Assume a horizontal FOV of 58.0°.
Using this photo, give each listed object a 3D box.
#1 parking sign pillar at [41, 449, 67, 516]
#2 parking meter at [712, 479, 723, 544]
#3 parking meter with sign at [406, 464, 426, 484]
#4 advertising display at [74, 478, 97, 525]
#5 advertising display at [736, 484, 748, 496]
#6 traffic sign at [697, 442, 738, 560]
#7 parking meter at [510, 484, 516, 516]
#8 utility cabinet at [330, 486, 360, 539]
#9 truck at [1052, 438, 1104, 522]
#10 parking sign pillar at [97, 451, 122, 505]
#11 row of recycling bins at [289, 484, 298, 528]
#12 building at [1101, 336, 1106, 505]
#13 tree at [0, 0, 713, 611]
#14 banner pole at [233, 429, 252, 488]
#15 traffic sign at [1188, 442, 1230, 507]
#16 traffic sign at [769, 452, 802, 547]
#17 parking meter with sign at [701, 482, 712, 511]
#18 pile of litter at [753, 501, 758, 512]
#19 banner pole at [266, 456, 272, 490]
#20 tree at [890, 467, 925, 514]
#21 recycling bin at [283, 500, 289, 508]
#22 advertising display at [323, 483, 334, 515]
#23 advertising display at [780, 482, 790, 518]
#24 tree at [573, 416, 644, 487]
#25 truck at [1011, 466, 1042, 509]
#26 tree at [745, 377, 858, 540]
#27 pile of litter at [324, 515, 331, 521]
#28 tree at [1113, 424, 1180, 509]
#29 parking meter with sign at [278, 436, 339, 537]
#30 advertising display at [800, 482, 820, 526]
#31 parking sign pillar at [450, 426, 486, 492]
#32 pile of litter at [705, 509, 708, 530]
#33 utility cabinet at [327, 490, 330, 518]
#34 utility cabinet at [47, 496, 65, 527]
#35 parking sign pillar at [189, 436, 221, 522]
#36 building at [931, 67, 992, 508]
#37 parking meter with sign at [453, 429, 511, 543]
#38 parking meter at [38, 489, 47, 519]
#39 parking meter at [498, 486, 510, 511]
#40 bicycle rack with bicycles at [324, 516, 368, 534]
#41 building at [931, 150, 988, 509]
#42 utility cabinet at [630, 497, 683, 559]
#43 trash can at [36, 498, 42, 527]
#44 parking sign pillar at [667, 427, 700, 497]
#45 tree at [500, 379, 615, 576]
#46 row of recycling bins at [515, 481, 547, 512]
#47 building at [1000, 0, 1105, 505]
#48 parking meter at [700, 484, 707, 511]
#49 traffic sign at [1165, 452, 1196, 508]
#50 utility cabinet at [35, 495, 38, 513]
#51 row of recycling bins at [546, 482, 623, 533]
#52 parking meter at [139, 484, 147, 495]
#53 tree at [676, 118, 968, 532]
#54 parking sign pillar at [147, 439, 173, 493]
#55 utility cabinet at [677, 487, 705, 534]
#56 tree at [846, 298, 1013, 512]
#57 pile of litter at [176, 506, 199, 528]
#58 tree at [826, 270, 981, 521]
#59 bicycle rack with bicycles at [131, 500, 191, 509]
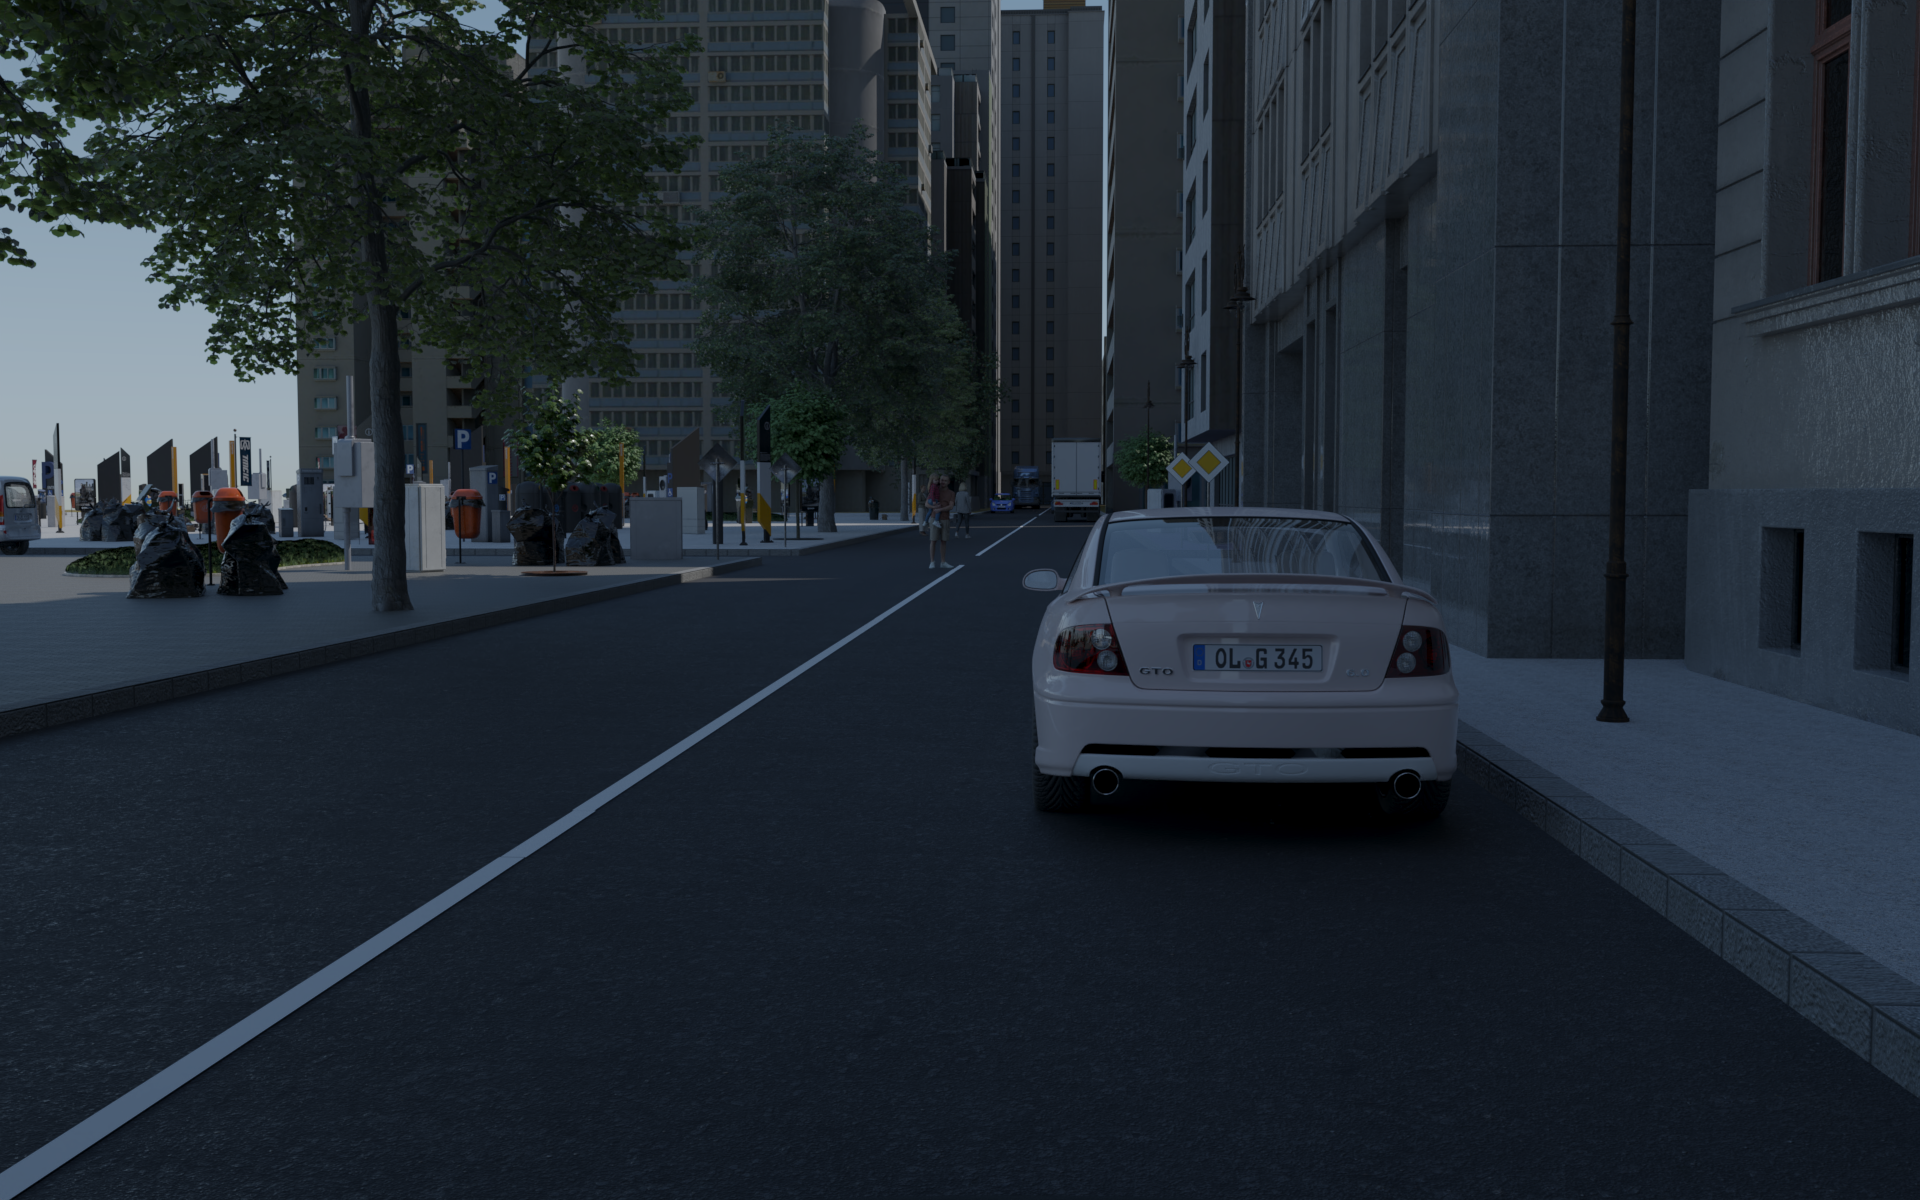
[{"bbox_3d":[-54.369,-7.052,103.765,1.447,3.967,1.447,1,4,22],"label":"parking sign pillar"},{"bbox_3d":[-6.209,-2.364,44.370,0.255,1.863,0.399,-1,4,-12],"label":"parking meter"},{"bbox_3d":[-32.057,-6.520,102.855,0.543,3.016,1.738,1,4,22],"label":"parking meter with sign"},{"bbox_3d":[-36.267,-4.075,71.834,0.974,1.923,0.123,1,4,14],"label":"advertising display"},{"bbox_3d":[-13.350,-6.169,106.080,0.974,1.923,0.123,3,5,44],"label":"advertising display"},{"bbox_3d":[-4.724,-1.842,33.754,0.795,2.450,0.064,0,4,4],"label":"traffic sign"},{"bbox_3d":[-26.109,-5.843,101.237,0.255,1.863,0.399,-3,4,-37],"label":"parking meter"},{"bbox_3d":[-17.230,-2.446,48.677,0.318,1.500,1.173,0,4,2],"label":"utility cabinet"},{"bbox_3d":[6.258,-6.305,92.002,2.839,4.237,11.283,0,4,5],"label":"truck"},{"bbox_3d":[-52.962,-7.302,107.857,1.447,3.967,1.447,-1,4,-13],"label":"parking sign pillar"},{"bbox_3d":[-25.595,-3.701,67.625,1.069,1.692,3.534,-1,4,-18],"label":"row of recycling bins"},{"bbox_3d":[32.079,-22.448,212.057,28.899,21.520,27.650,0,4,4],"label":"building"},{"bbox_3d":[-6.744,-6.160,18.835,7.486,12.596,7.792,0,3,0],"label":"tree"},{"bbox_3d":[-27.580,-4.679,66.525,0.401,3.779,0.863,3,5,41],"label":"banner pole"},{"bbox_3d":[4.749,-1.803,33.125,0.795,2.450,0.064,0,4,4],"label":"traffic sign"},{"bbox_3d":[-4.210,-2.329,41.723,0.795,2.450,0.064,0,4,4],"label":"traffic sign"},{"bbox_3d":[-16.296,-7.042,111.397,1.738,3.016,0.543,-1,4,-9],"label":"parking meter with sign"},{"bbox_3d":[-13.957,-6.223,115.705,1.719,0.858,1.176,1,4,10],"label":"pile of litter"},{"bbox_3d":[-45.135,-7.536,113.225,0.401,3.779,0.863,0,4,3],"label":"banner pole"},{"bbox_3d":[-3.201,-9.823,110.970,4.360,8.622,3.978,0,3,0],"label":"tree"},{"bbox_3d":[-30.345,-4.056,78.866,0.722,1.027,0.722,0,4,-6],"label":"recycling bin"},{"bbox_3d":[-37.535,-5.985,103.068,0.123,1.923,0.974,2,4,33],"label":"advertising display"},{"bbox_3d":[-9.463,-5.419,93.822,0.123,1.923,0.974,-2,4,-31],"label":"advertising display"},{"bbox_3d":[-14.848,-5.468,73.115,4.285,4.588,4.351,0,3,0],"label":"tree"},{"bbox_3d":[6.696,-11.126,171.665,2.967,4.110,18.799,0,4,3],"label":"truck"},{"bbox_3d":[-4.489,-3.976,48.716,4.285,4.588,4.351,0,3,0],"label":"tree"},{"bbox_3d":[-30.043,-4.146,81.755,1.176,0.858,1.719,-1,4,-18],"label":"pile of litter"},{"bbox_3d":[8.807,-5.953,81.039,4.285,4.588,4.351,0,3,0],"label":"tree"},{"bbox_3d":[-19.463,-3.397,51.799,1.738,3.016,0.543,-3,4,-36],"label":"parking meter with sign"},{"bbox_3d":[-5.969,-3.890,68.815,0.123,1.923,0.974,3,5,43],"label":"advertising display"},{"bbox_3d":[-19.462,-4.898,68.560,1.447,3.967,1.447,0,4,5],"label":"parking sign pillar"},{"bbox_3d":[-9.478,-2.910,61.547,1.176,0.858,1.719,1,4,10],"label":"pile of litter"},{"bbox_3d":[-33.177,-5.101,92.079,1.173,1.500,0.318,3,4,38],"label":"utility cabinet"},{"bbox_3d":[-35.098,-3.431,67.266,0.306,1.237,1.020,0,4,-7],"label":"utility cabinet"},{"bbox_3d":[-35.344,-5.668,81.138,1.447,3.967,1.447,0,4,0],"label":"parking sign pillar"},{"bbox_3d":[-4.368,-29.297,162.597,14.154,41.232,14.086,0,4,4],"label":"building"},{"bbox_3d":[-12.658,-3.044,46.023,1.738,3.016,0.543,2,4,34],"label":"parking meter with sign"},{"bbox_3d":[-47.283,-4.942,89.209,0.372,1.533,0.369,0,3,0],"label":"parking meter"},{"bbox_3d":[-12.771,-2.447,48.412,0.372,1.533,0.369,0,3,0],"label":"parking meter"},{"bbox_3d":[-20.089,-2.606,55.991,2.852,0.926,2.925,0,4,-8],"label":"bicycle rack with bicycles"},{"bbox_3d":[-4.983,-23.058,148.703,14.160,30.474,14.107,0,4,4],"label":"building"},{"bbox_3d":[-6.000,-1.411,34.224,1.020,1.237,0.306,-1,4,-9],"label":"utility cabinet"},{"bbox_3d":[-34.713,-3.248,64.756,0.748,1.137,0.748,0,3,0],"label":"trash can"},{"bbox_3d":[-11.098,-4.957,69.520,1.447,3.967,1.447,-3,5,-43],"label":"parking sign pillar"},{"bbox_3d":[-6.297,-2.006,27.397,1.663,3.219,1.824,0,3,0],"label":"tree"},{"bbox_3d":[-16.003,-3.683,67.329,1.069,1.692,3.534,-3,4,-38],"label":"row of recycling bins"},{"bbox_3d":[3.054,-40.838,209.700,28.212,58.520,21.231,0,4,4],"label":"building"},{"bbox_3d":[-15.074,-5.876,101.784,0.255,1.863,0.399,2,4,32],"label":"parking meter"},{"bbox_3d":[5.264,-2.291,41.093,0.795,2.450,0.064,0,4,4],"label":"traffic sign"},{"bbox_3d":[-56.923,-5.799,105.973,1.020,1.237,0.306,-3,5,-41],"label":"utility cabinet"},{"bbox_3d":[-13.352,-3.384,62.440,1.069,1.692,3.534,1,4,20],"label":"row of recycling bins"},{"bbox_3d":[-45.359,-5.532,96.154,0.255,1.863,0.399,1,4,18],"label":"parking meter"},{"bbox_3d":[-4.573,-9.244,57.799,9.857,13.997,8.962,0,3,0],"label":"tree"},{"bbox_3d":[-38.885,-5.868,84.407,1.447,3.967,1.447,0,4,5],"label":"parking sign pillar"},{"bbox_3d":[-8.625,-2.870,55.596,0.318,1.500,1.173,-3,5,-41],"label":"utility cabinet"},{"bbox_3d":[-1.761,-11.192,99.992,9.611,12.733,9.660,0,3,0],"label":"tree"},{"bbox_3d":[-29.290,-3.135,65.225,1.719,0.858,1.176,2,4,31],"label":"pile of litter"},{"bbox_3d":[-3.049,-10.058,82.582,7.486,12.596,7.792,0,3,0],"label":"tree"},{"bbox_3d":[-47.563,-5.407,101.786,2.925,0.926,2.852,1,4,15],"label":"bicycle rack with bicycles"}]
